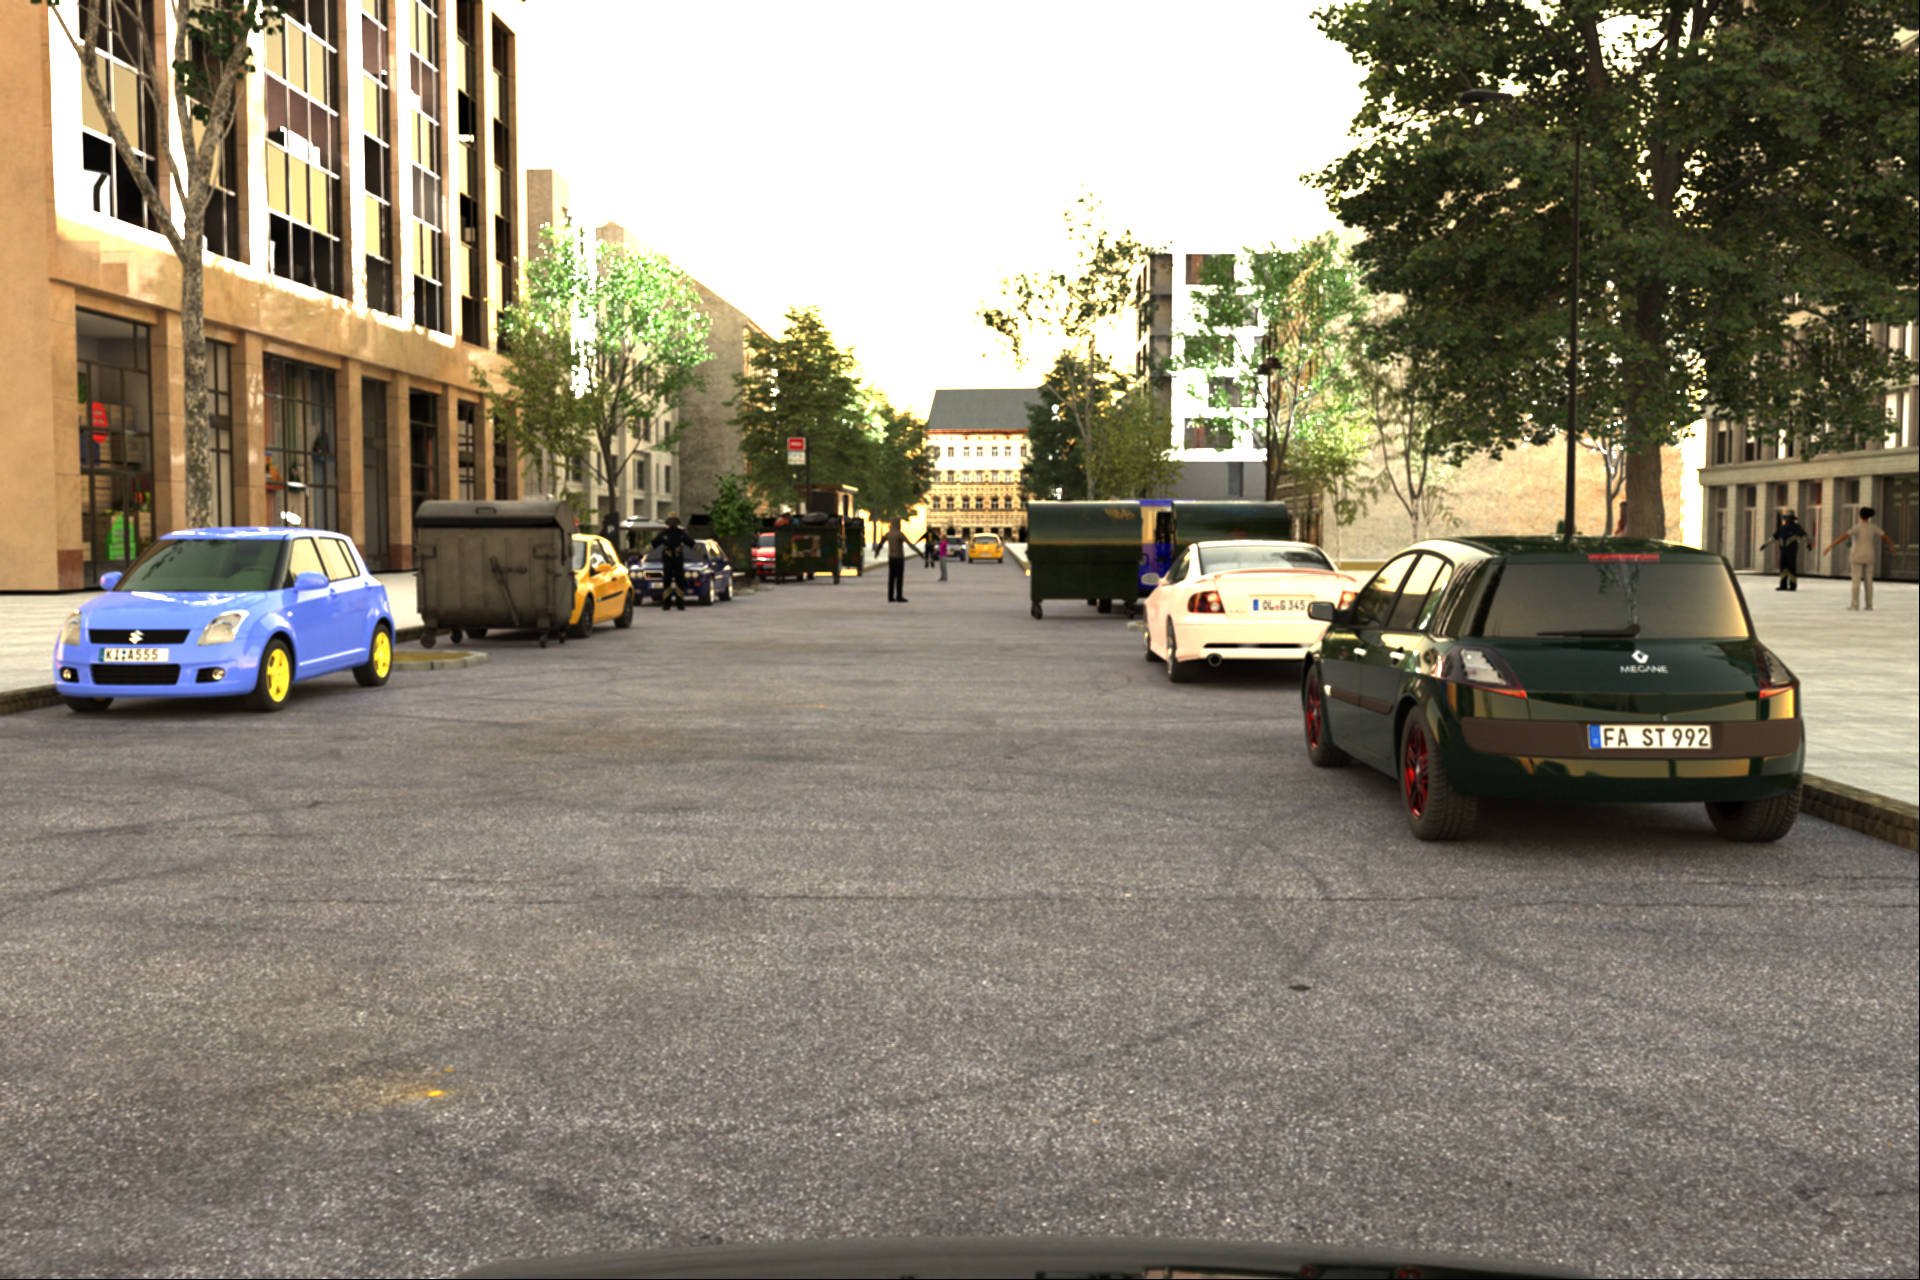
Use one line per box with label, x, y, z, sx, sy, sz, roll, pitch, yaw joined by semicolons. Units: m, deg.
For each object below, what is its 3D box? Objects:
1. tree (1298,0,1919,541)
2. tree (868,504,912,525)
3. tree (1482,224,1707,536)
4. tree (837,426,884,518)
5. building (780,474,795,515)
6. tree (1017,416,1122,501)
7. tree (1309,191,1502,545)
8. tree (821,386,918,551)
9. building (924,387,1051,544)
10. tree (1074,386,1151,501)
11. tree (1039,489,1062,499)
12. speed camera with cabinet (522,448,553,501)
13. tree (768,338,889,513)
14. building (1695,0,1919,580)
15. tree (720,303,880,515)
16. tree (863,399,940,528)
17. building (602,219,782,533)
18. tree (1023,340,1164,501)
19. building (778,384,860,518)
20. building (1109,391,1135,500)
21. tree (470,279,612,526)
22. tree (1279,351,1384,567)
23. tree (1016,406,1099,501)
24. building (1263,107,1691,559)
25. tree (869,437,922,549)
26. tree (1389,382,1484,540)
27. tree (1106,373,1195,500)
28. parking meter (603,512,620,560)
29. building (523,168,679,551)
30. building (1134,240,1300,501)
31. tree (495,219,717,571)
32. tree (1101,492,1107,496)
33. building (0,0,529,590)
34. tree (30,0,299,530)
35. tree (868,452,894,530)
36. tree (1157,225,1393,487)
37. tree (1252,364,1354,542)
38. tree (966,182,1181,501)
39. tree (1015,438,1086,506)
tree;9.279;-7.139;23.384;9.857;13.997;8.962;0;3;0
tree;-10.220;-19.645;255.607;7.601;10.594;8.767;0;4;-1
tree;24.658;-9.470;65.201;12.009;13.543;11.850;0;3;0
tree;-7.138;-10.041;114.540;4.737;8.622;4.395;0;3;0
building;-21.624;-15.063;188.429;9.099;9.664;28.070;0;4;0
tree;8.316;-11.704;125.778;8.767;10.594;7.601;0;4;0
tree;9.432;-5.217;35.662;4.360;8.622;3.978;0;3;0
tree;-6.969;-13.142;132.991;7.486;12.596;7.792;0;3;0
building;5.247;-25.979;258.148;18.063;23.208;19.493;1;4;9
tree;7.746;-8.264;85.485;4.737;8.622;4.395;0;3;0
tree;8.502;-13.048;163.695;4.360;8.622;3.978;0;3;0
speed camera with cabinet;-9.726;-2.833;40.649;0.660;3.252;2.038;0;4;2
tree;-7.721;-11.111;99.789;7.486;12.596;7.792;0;3;0
building;28.580;-12.393;49.301;8.464;21.280;15.925;0;4;1
tree;-7.846;-10.209;85.052;7.486;12.596;7.792;0;3;0
tree;-6.497;-15.807;165.102;9.857;13.997;8.962;0;3;0
building;-24.105;-18.322;130.485;19.493;23.208;18.063;0;4;1
tree;8.580;-12.624;113.062;9.857;13.997;8.962;0;3;0
building;-22.081;-21.592;219.493;16.747;18.905;31.486;0;4;1
building;27.500;-22.851;204.536;19.493;23.208;18.063;0;4;1
tree;-11.897;-6.080;49.765;4.737;8.622;4.395;0;3;0
tree;14.479;-7.127;66.889;4.737;8.622;4.395;0;3;0
tree;8.261;-12.839;135.674;9.928;11.665;9.643;0;3;0
building;28.134;-16.310;97.596;19.493;23.208;18.063;0;4;2
tree;-7.005;-13.258;151.186;8.767;10.594;7.601;1;4;16
tree;20.915;-7.798;77.867;4.360;8.622;3.978;0;3;0
tree;8.838;-7.846;78.649;4.737;8.622;4.395;0;3;0
parking meter;-9.121;-2.424;45.337;0.399;1.863;0.255;0;4;1
building;-27.595;-14.284;99.998;16.747;18.905;31.486;0;4;2
building;27.557;-17.918;136.932;27.936;21.610;32.646;0;4;1
tree;-11.811;-8.100;58.183;9.928;11.665;9.643;0;3;0
tree;20.472;-19.762;257.515;7.601;10.594;8.767;0;4;8
building;-29.239;-17.536;52.929;22.709;31.103;35.509;0;4;2
tree;-13.061;-10.387;25.710;12.611;20.169;13.585;0;3;0
tree;-6.971;-11.790;143.120;4.737;8.622;4.395;0;3;0
tree;10.552;-8.092;58.054;9.928;11.665;9.643;0;3;0
tree;14.468;-7.645;75.364;4.360;8.622;3.978;0;3;0
tree;6.364;-14.695;96.159;12.611;20.169;13.585;0;3;0
tree;8.299;-13.491;154.987;7.601;10.594;8.767;-2;4;-27
